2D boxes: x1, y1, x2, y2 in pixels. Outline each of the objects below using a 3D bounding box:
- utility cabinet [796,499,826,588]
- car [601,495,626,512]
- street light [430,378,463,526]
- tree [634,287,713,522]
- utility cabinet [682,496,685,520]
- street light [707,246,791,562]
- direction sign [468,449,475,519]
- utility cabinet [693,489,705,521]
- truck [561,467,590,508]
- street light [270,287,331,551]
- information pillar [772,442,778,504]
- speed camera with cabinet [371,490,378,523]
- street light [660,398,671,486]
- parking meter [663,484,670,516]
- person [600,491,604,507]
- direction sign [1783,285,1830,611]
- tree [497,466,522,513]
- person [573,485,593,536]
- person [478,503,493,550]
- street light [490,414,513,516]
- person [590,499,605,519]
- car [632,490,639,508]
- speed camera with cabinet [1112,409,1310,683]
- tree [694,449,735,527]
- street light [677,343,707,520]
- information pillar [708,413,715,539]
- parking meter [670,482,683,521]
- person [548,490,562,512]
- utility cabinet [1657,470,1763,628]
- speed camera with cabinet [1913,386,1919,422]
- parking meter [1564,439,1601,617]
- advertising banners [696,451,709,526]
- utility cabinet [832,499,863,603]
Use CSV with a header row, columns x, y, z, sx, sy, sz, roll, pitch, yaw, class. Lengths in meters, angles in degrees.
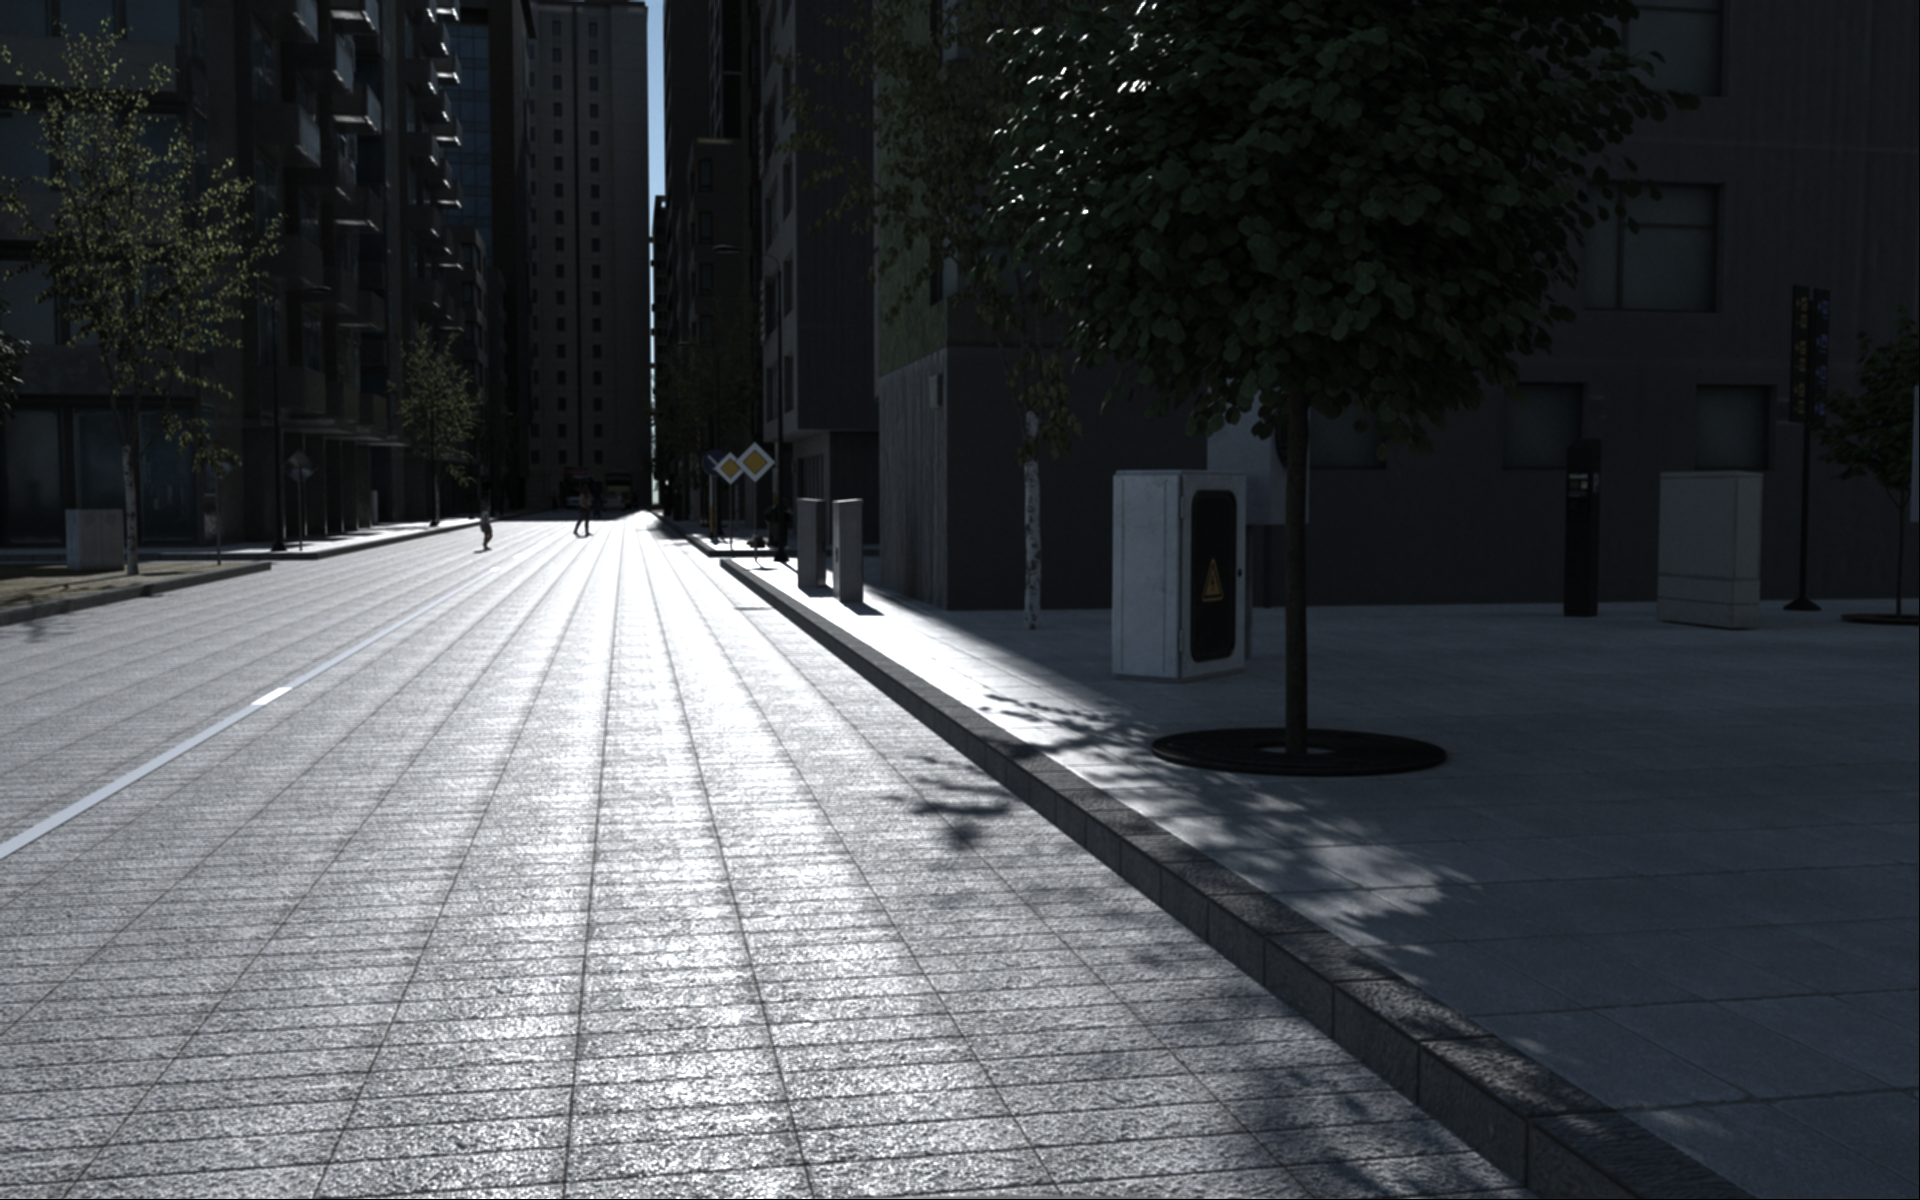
x,y,z,sx,sy,sz,roll,pitch,yaw,class
-2.055,-0.792,24.116,0.306,1.237,1.020,0,4,2,utility cabinet
-28.676,-8.022,143.516,2.083,1.381,4.827,-1,4,-12,car
-20.531,-5.914,69.232,1.470,5.913,1.316,-1,4,-11,street light
-7.950,-6.687,59.694,4.737,8.622,4.395,0,3,0,tree
-14.049,-4.627,86.816,0.306,1.237,1.020,-2,4,-23,utility cabinet
-3.931,-3.677,32.665,1.470,5.913,1.316,-1,4,-11,street light
-24.888,-5.882,88.165,0.379,3.537,0.876,-1,4,-19,direction sign
-12.275,-4.470,81.766,0.318,1.500,1.173,1,4,16,utility cabinet
-40.054,-11.747,180.982,2.839,4.237,11.283,-1,4,-11,truck
-14.796,-4.058,38.894,1.470,5.913,1.316,-1,4,-11,street light
-5.757,-3.878,54.757,0.183,3.616,0.504,2,4,26,information pillar
-26.601,-4.984,75.816,2.038,3.252,0.660,0,4,2,speed camera with cabinet
-13.833,-6.822,84.086,1.470,5.913,1.316,-1,4,-11,street light
-17.255,-5.895,102.099,0.399,1.863,0.255,1,4,18,parking meter
-30.845,-8.578,149.682,0.436,1.711,0.756,-1,4,-12,person
9.336,-1.657,19.093,0.876,3.537,0.379,-3,5,-41,direction sign
-31.579,-7.718,120.793,1.663,3.219,1.824,0,3,0,tree
-13.013,-3.100,59.782,0.643,1.750,0.593,1,4,12,person
-12.185,-1.883,44.305,0.382,1.210,0.505,-3,5,-44,person
-26.450,-7.791,99.923,1.470,5.913,1.316,-1,4,-11,street light
-21.059,-5.264,100.062,1.012,1.151,0.738,-1,4,-10,person
-33.981,-10.301,177.101,2.281,1.827,5.304,-1,4,-12,car
1.868,-1.116,12.578,0.660,3.252,2.038,3,4,36,speed camera with cabinet
-9.686,-4.457,67.478,1.663,3.219,1.824,0,3,0,tree
-7.976,-4.942,53.344,1.470,5.913,1.316,-1,4,-11,street light
-7.178,-3.591,50.063,0.183,3.616,0.504,0,4,-1,information pillar
-13.465,-4.706,82.652,0.399,1.863,0.255,2,4,29,parking meter
-32.760,-8.001,140.054,1.217,1.736,0.721,-2,4,-24,person
7.283,-0.499,16.836,0.318,1.500,1.173,-1,4,-12,utility cabinet
8.641,-1.178,13.598,2.038,3.252,0.660,2,4,29,speed camera with cabinet
6.519,-0.760,18.144,0.255,1.863,0.399,3,4,37,parking meter
-10.370,-4.493,69.645,0.090,3.025,2.074,-1,4,-20,advertising banners
-1.368,-0.598,20.940,0.306,1.237,1.020,-1,4,-9,utility cabinet
